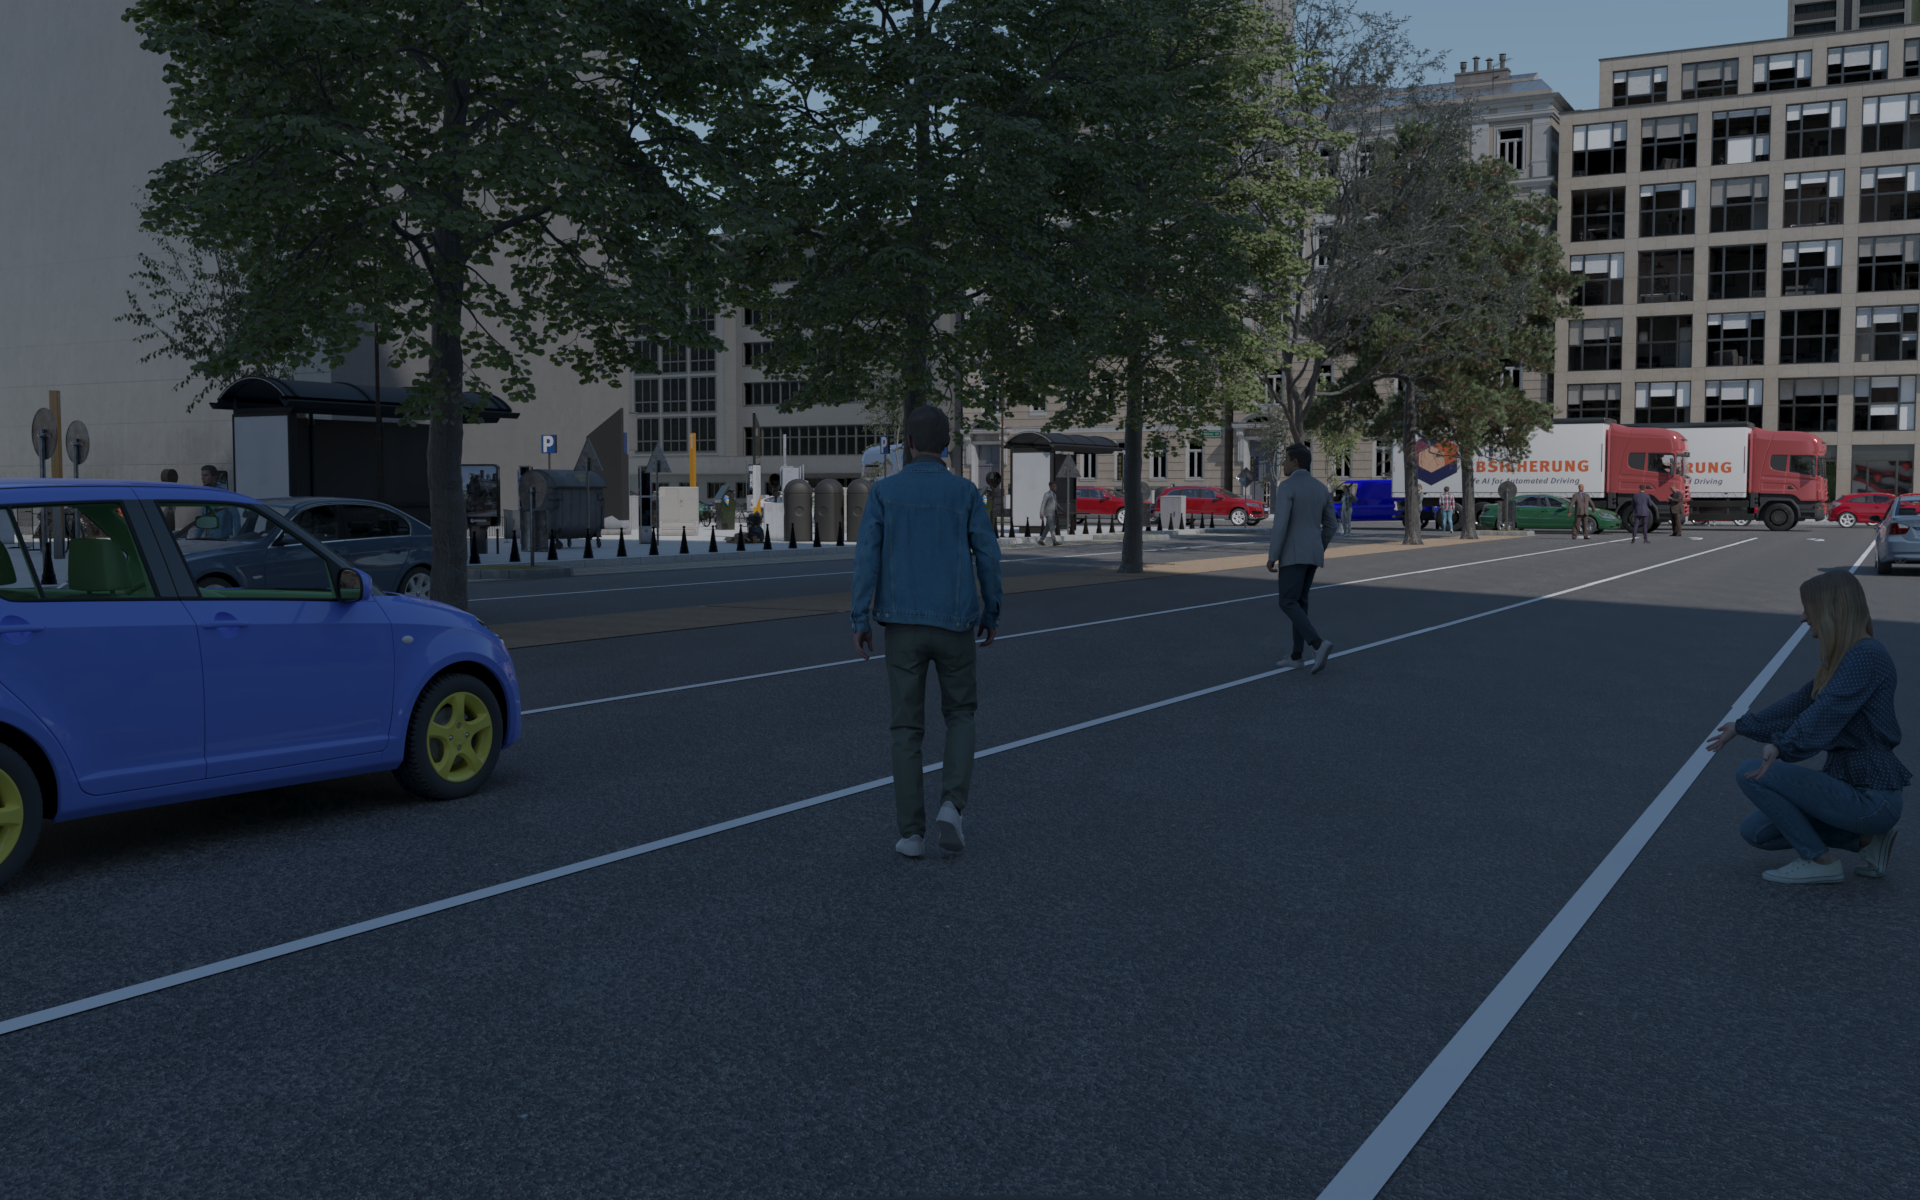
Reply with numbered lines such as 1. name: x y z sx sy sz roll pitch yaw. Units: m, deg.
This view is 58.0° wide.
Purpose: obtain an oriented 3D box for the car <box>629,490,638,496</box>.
1. car: -22.108 -6.345 112.413 5.304 1.827 2.281 2 4 28

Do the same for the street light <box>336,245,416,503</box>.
1. street light: -10.221 -3.524 30.405 0.468 5.910 1.993 2 4 29

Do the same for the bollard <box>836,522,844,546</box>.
1. bollard: -2.952 -1.628 42.653 0.229 0.601 0.229 0 3 0

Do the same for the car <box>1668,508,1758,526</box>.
1. car: 33.813 -4.236 78.300 4.494 1.783 2.155 2 4 28

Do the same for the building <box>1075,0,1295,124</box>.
1. building: 27.293 -47.034 207.256 20.611 71.187 20.563 2 4 29

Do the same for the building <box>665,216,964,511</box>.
1. building: -10.378 -19.234 133.550 30.058 24.678 14.314 2 4 29

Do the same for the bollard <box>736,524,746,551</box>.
1. bollard: -4.941 -1.407 39.045 0.229 0.601 0.229 0 3 0

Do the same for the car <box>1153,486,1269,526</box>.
1. car: 11.436 -4.291 78.823 5.304 1.827 2.281 2 4 28

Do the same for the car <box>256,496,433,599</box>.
1. car: -7.393 -0.410 18.711 2.014 1.417 4.499 2 4 27

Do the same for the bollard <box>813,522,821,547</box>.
1. bollard: -3.446 -1.573 41.752 0.229 0.601 0.229 0 3 0

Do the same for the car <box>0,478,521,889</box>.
1. car: -3.585 0.127 7.517 1.945 1.707 3.694 2 4 28

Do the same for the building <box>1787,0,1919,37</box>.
1. building: 126.859 -49.191 242.525 20.611 71.187 20.563 2 4 29

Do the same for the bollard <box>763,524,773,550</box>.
1. bollard: -4.440 -1.463 39.954 0.229 0.601 0.229 0 3 0

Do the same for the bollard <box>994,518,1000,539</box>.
1. bollard: 1.028 -2.070 49.878 0.229 0.601 0.229 0 3 0

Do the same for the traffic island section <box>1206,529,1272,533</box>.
1. traffic island section: 10.538 -2.559 64.127 2.009 0.180 2.903 2 4 29

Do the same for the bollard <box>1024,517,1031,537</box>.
1. bollard: 2.018 -2.180 51.686 0.229 0.601 0.229 0 3 0

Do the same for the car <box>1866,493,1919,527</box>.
1. car: 41.825 -4.123 76.447 4.494 1.783 2.155 2 4 30

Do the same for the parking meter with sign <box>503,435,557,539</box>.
1. parking meter with sign: -12.471 -3.298 50.176 0.543 3.016 1.738 2 4 30

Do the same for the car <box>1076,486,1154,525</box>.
1. car: 6.538 -4.438 81.236 5.304 1.827 2.281 2 4 27

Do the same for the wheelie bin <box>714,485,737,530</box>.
1. wheelie bin: -8.393 -3.311 62.045 0.693 1.594 0.980 -2 4 -33

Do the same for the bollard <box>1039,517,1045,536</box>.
1. bollard: 2.516 -2.235 52.590 0.229 0.601 0.229 0 3 0

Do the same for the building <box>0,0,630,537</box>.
1. building: -26.854 -14.744 60.139 30.058 24.678 14.314 2 4 29

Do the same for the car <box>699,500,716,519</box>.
1. car: -16.062 -5.441 101.539 3.894 1.354 1.945 2 4 29

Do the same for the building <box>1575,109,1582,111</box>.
1. building: 93.077 -43.999 261.383 28.212 58.520 21.231 2 4 29

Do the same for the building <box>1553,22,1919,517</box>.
1. building: 54.096 -18.114 100.678 34.151 26.468 19.350 2 4 29

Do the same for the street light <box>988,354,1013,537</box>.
1. street light: 1.253 -4.796 51.198 0.468 5.910 1.993 2 4 29

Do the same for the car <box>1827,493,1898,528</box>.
1. car: 38.990 -3.904 72.872 4.494 1.783 2.155 2 4 28

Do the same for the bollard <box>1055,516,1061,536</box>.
1. bollard: 3.012 -2.290 53.490 0.229 0.601 0.229 0 3 0

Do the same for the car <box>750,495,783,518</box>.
1. car: -10.305 -5.595 103.843 4.827 1.381 2.083 2 4 27

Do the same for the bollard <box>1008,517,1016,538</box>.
1. bollard: 1.523 -2.125 50.786 0.229 0.601 0.229 0 3 0

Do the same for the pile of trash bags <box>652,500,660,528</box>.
1. pile of trash bags: -12.164 -3.395 65.256 1.912 1.369 3.447 2 4 25

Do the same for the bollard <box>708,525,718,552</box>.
1. bollard: -5.438 -1.352 38.146 0.229 0.601 0.229 0 3 0

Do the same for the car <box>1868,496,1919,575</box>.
1. car: 17.730 -1.202 31.653 2.014 1.417 4.499 2 4 27

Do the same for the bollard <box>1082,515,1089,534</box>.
1. bollard: 4.016 -2.402 55.314 0.229 0.601 0.229 0 3 0

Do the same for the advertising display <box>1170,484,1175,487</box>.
1. advertising display: 13.122 -6.224 106.977 0.123 1.923 0.974 0 4 -1

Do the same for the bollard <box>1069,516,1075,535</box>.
1. bollard: 3.519 -2.347 54.409 0.229 0.601 0.229 0 3 0

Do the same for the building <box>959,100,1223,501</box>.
1. building: 11.611 -20.518 121.371 20.117 28.700 13.634 2 4 29

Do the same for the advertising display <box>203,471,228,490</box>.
1. advertising display: -20.308 -2.574 47.290 0.123 1.923 0.974 1 4 10

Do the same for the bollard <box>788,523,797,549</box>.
1. bollard: -3.945 -1.518 40.854 0.229 0.601 0.229 0 3 0

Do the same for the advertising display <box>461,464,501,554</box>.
1. advertising display: -10.327 -1.952 37.121 0.974 1.923 0.123 1 4 9

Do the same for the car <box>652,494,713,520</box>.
1. car: -15.906 -5.132 95.712 4.920 1.459 2.131 2 4 27

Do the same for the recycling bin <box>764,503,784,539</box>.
1. recycling bin: -5.181 -2.245 49.260 0.722 1.027 0.722 0 4 2

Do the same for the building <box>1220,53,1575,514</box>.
1. building: 28.910 -19.890 111.099 20.117 28.700 13.634 2 4 29

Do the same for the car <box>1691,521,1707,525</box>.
1. car: 33.499 -4.467 81.836 4.718 1.807 1.959 2 4 29

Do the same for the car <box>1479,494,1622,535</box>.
1. car: 21.378 -3.118 62.770 4.920 1.459 2.131 2 4 30

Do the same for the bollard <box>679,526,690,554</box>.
1. bollard: -5.933 -1.297 37.246 0.229 0.601 0.229 0 3 0

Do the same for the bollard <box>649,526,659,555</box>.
1. bollard: -6.428 -1.242 36.346 0.229 0.601 0.229 0 3 0
